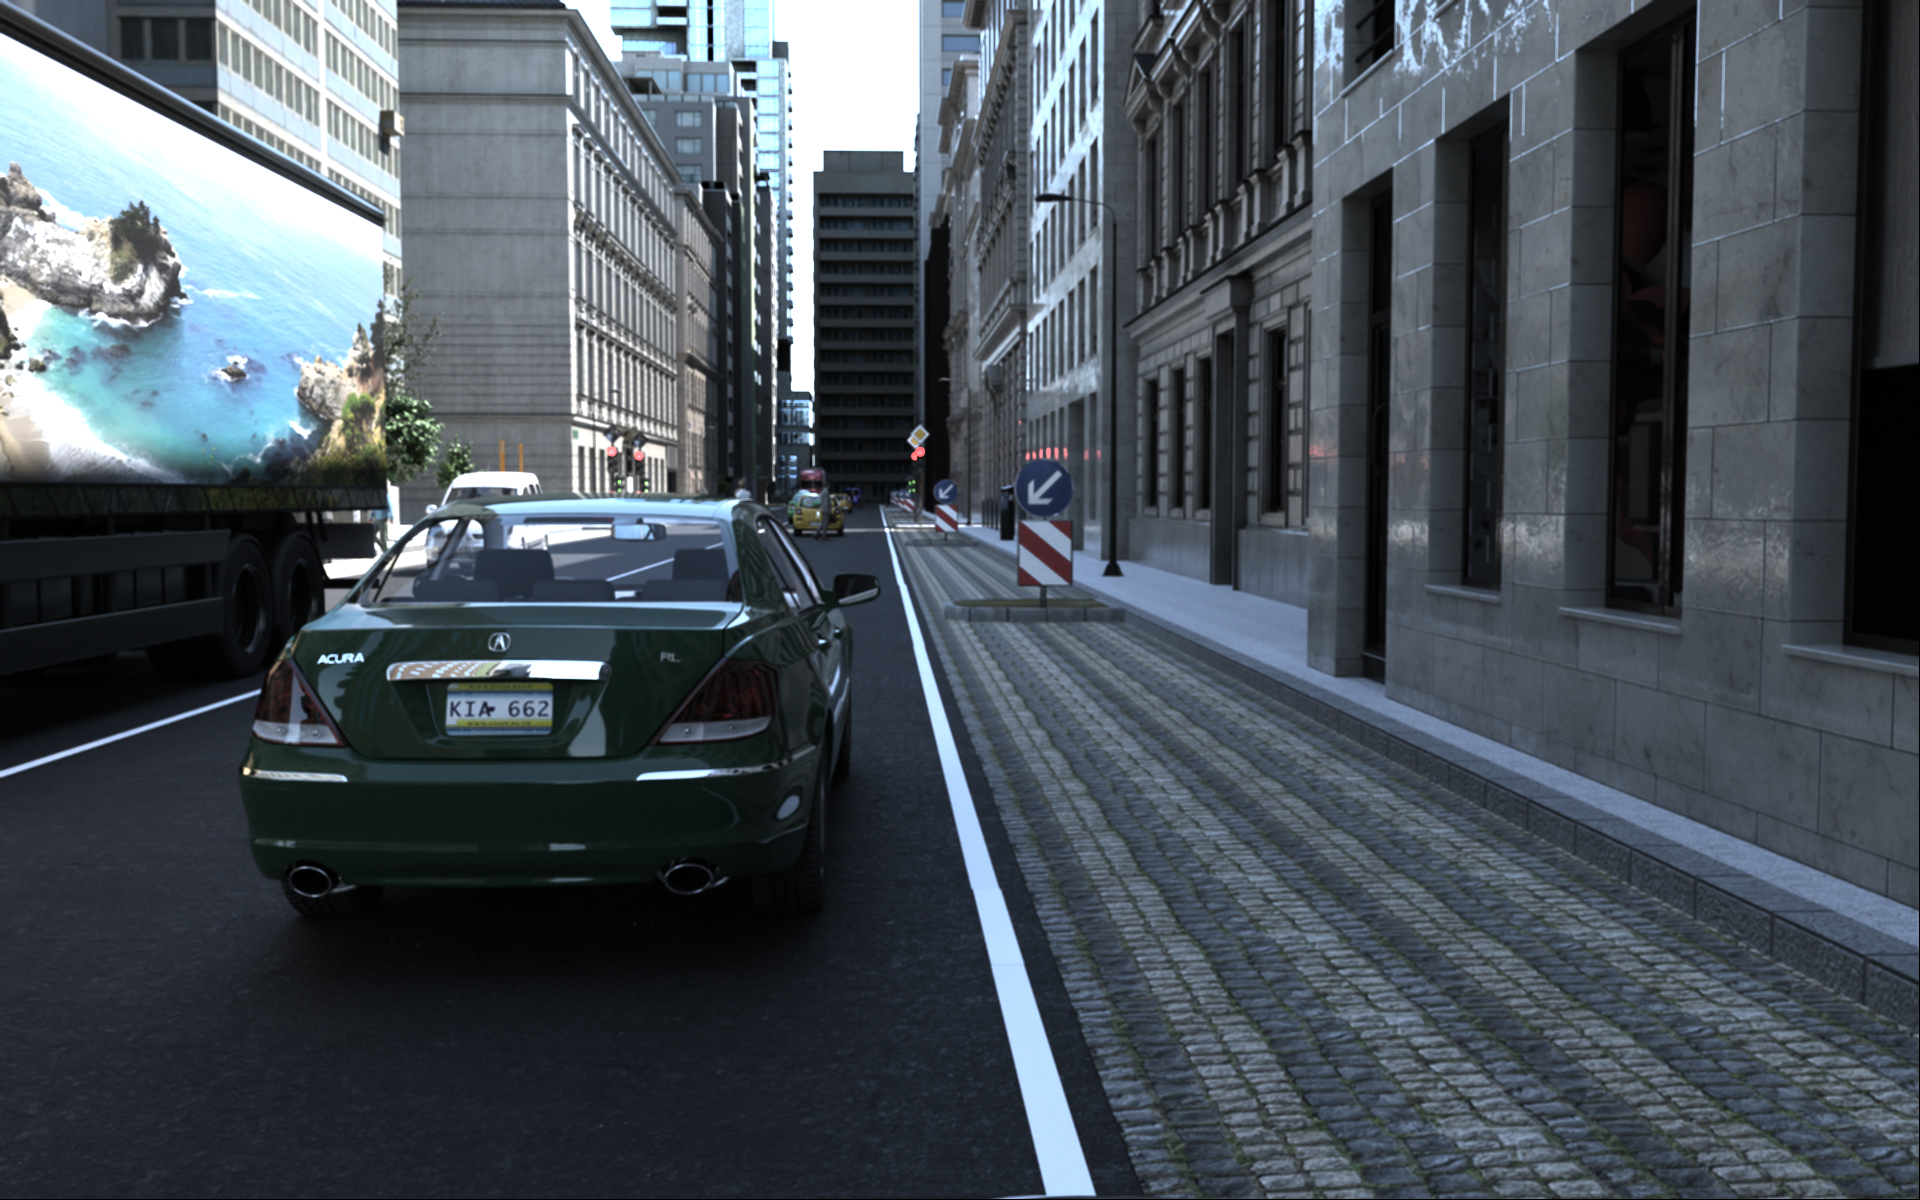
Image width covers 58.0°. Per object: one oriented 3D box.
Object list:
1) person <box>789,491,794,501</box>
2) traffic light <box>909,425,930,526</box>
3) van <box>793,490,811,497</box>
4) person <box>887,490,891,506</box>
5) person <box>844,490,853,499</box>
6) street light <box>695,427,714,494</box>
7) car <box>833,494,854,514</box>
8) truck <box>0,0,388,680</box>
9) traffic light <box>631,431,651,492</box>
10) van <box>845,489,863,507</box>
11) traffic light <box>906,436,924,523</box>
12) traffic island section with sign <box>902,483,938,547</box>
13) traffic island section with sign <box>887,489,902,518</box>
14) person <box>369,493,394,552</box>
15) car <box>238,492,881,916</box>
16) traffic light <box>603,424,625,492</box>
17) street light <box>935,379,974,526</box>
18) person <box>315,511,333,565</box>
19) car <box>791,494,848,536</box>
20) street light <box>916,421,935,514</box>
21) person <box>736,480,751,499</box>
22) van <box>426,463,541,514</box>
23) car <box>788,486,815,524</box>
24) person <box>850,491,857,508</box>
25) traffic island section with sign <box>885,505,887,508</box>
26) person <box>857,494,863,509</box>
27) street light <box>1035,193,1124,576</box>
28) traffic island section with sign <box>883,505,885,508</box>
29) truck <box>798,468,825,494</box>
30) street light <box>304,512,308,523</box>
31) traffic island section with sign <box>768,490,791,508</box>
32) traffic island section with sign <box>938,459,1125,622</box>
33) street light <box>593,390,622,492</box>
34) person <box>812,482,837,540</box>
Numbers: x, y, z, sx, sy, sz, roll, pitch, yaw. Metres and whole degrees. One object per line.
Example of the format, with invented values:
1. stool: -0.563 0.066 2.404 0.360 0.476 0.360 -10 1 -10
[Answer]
1. person: -18.754 -11.255 193.230 0.721 1.736 1.217 2 4 25
2. traffic light: -1.633 -4.956 69.958 0.839 4.253 0.868 0 4 -3
3. van: -15.589 -10.134 172.710 2.013 2.044 4.112 0 4 -4
4. person: -7.630 -10.813 185.312 0.705 1.821 1.348 -1 4 -18
5. person: -10.559 -9.308 160.651 1.348 1.831 0.705 1 4 8
6. street light: -17.746 -9.022 120.049 1.470 5.913 1.316 0 4 -3
7. car: -8.901 -7.255 128.836 2.015 1.641 3.980 0 4 -1
8. truck: -6.622 -1.370 11.316 2.839 4.237 11.283 0 4 -2
9. traffic light: -14.261 -5.408 77.334 0.839 4.253 0.868 0 4 -3
10. van: -12.017 -11.647 194.808 2.240 2.365 5.245 0 4 -2
11. traffic light: -2.015 -5.444 77.934 0.839 4.253 0.868 0 4 -3
12. traffic island section with sign: -0.520 -2.394 47.764 1.989 1.847 2.006 0 4 -3
13. traffic island section with sign: -3.148 -5.749 102.621 1.989 1.847 2.006 0 4 -3
14. person: -12.160 -1.688 36.445 0.444 1.785 0.601 -3 5 -42
15. car: -1.410 0.272 7.344 2.131 1.459 4.920 0 4 -2
16. traffic light: -13.879 -4.920 69.358 0.839 4.253 0.868 0 4 -3
17. street light: -0.155 -5.951 69.834 1.470 5.913 1.316 0 4 -3
18. person: -12.972 -1.640 35.119 0.447 1.846 0.655 0 4 -3
19. car: -4.879 -3.045 60.005 2.015 1.641 3.980 0 4 -3
20. street light: -2.129 -8.427 110.320 1.470 5.913 1.316 0 4 -3
21. person: -5.542 -2.185 44.449 0.478 1.798 0.641 -2 4 -25
22. van: -8.713 -1.531 32.048 2.013 2.044 4.112 0 4 -5
23. car: -7.419 -4.635 84.582 1.959 1.807 4.718 0 4 -2
24. person: -11.121 -10.385 178.820 1.217 1.766 0.721 -1 4 -14
25. traffic island section with sign: -4.447 -7.406 129.721 1.989 1.847 2.006 0 4 -3
26. person: -9.753 -9.670 169.833 0.421 1.427 0.697 -3 4 -38
27. street light: 1.854 -3.327 26.945 1.470 5.913 1.316 0 4 -3
28. traffic island section with sign: -6.839 -10.463 179.689 1.989 1.847 2.006 0 4 -3
29. truck: -15.942 -12.162 187.754 2.839 4.237 11.283 0 4 -3
30. street light: -13.844 -4.005 38.017 1.470 5.913 1.316 0 4 -3
31. traffic island section with sign: -18.855 -10.437 179.264 1.989 1.847 2.006 0 4 -3
32. traffic island section with sign: 0.802 -0.706 20.170 1.989 1.847 2.006 0 4 -3
33. street light: -15.740 -6.398 77.154 1.470 5.913 1.316 0 4 -3
34. person: -4.174 -2.773 53.954 0.853 1.813 0.709 -2 4 -25
